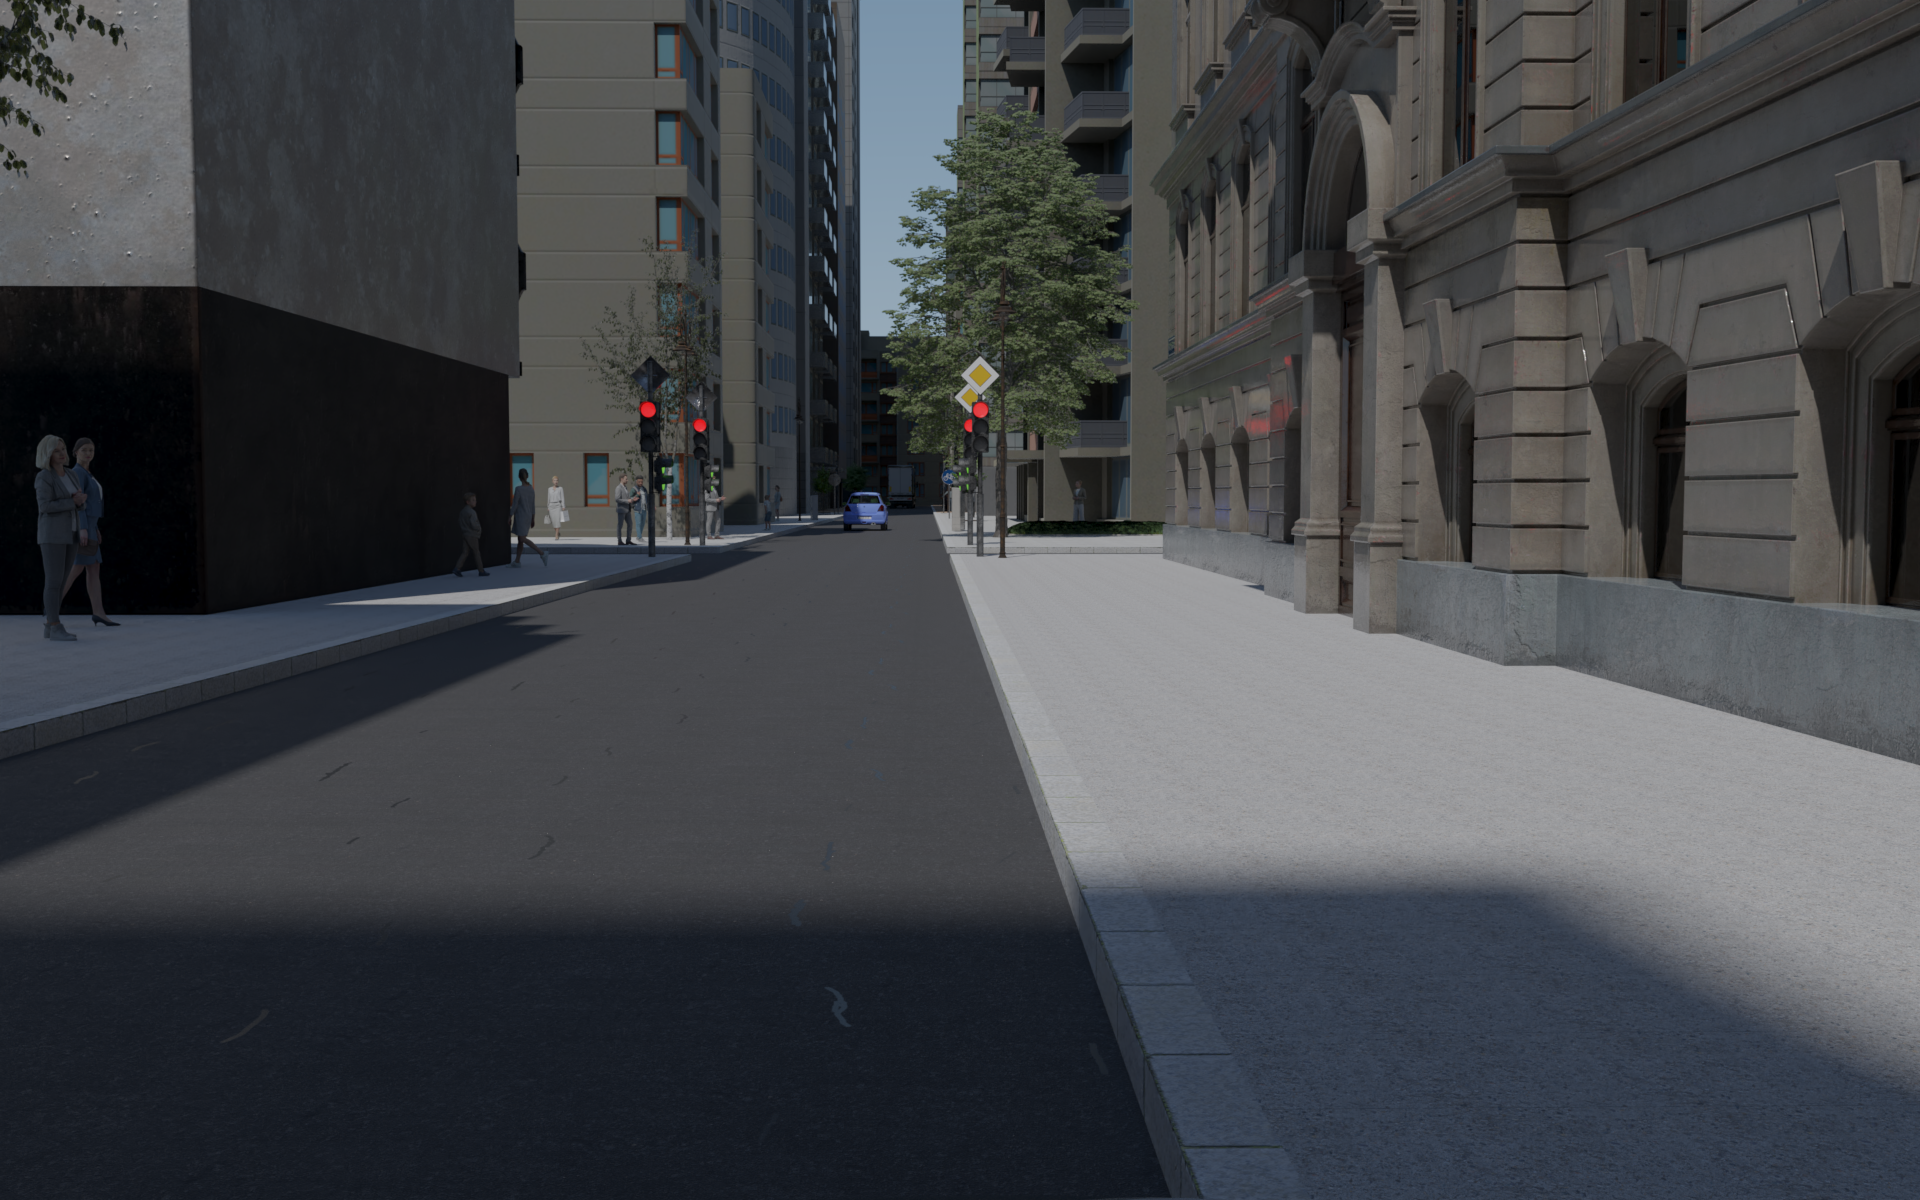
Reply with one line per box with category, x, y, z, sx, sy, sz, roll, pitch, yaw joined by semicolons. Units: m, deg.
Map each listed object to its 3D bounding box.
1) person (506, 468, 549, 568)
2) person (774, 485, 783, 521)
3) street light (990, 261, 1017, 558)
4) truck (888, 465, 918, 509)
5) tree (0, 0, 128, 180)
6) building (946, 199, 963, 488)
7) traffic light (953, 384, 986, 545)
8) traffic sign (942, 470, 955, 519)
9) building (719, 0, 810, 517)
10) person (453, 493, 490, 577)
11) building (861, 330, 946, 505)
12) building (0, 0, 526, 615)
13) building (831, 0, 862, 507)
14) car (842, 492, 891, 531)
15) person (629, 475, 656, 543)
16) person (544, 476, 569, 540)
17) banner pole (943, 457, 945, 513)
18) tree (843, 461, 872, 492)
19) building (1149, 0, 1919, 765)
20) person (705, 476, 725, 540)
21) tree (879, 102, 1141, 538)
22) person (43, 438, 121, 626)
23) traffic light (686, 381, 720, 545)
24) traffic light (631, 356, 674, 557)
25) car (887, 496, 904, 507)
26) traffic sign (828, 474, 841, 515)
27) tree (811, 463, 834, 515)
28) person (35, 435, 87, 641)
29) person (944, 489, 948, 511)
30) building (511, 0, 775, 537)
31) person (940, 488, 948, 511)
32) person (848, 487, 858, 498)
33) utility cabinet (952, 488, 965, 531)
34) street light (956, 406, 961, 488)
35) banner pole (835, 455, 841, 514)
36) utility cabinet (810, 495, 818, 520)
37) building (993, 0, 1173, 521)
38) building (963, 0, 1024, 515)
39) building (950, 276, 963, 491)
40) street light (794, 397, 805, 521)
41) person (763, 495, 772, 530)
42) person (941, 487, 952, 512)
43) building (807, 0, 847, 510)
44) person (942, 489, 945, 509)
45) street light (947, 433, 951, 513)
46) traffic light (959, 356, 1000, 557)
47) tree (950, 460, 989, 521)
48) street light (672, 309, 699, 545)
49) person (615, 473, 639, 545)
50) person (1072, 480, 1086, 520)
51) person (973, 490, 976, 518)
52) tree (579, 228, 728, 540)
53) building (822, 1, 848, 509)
person;-7.554;-1.431;30.192;0.760;1.731;0.466;0;4;-4
person;-8.596;-4.554;81.509;0.522;1.701;0.512;-2;4;-31
street light;0.854;-3.779;34.582;0.468;5.910;1.993;0;4;-1
truck;-5.788;-11.355;174.566;2.839;4.237;11.283;0;4;0
tree;-7.528;-3.750;11.675;4.360;8.622;3.978;0;3;0
building;5.574;-24.467;171.737;14.160;30.474;14.107;0;4;-1
traffic light;0.238;-3.328;43.341;0.839;4.253;0.868;0;4;-1
traffic sign;-0.556;-5.504;90.088;0.768;2.556;0.104;0;4;5
building;-20.273;-34.145;100.276;21.231;58.520;28.212;0;4;-1
person;-7.604;-1.010;26.835;0.475;1.303;0.640;2;4;34
building;-13.149;-22.739;216.816;28.899;21.520;27.650;0;4;-1
building;-16.496;-9.693;25.941;16.811;18.784;16.820;0;4;-1
building;-21.073;-45.469;181.677;20.611;71.187;20.563;0;4;-1
car;-3.734;-3.619;68.755;1.945;1.707;3.694;0;4;-1
person;-8.429;-2.399;45.619;0.721;1.781;0.623;2;4;26
person;-11.196;-2.556;48.188;0.694;1.780;0.624;1;4;23
banner pole;-1.051;-7.668;115.389;0.401;3.779;0.863;-1;4;-9
tree;-10.363;-11.445;170.835;4.285;4.588;4.351;0;3;0
building;9.507;-12.096;16.861;14.460;24.649;34.723;0;4;-1
person;-6.897;-2.602;48.791;0.583;1.804;0.606;1;4;13
tree;1.641;-8.115;50.802;7.486;12.596;7.792;0;3;0
person;-8.494;-0.651;16.717;0.654;1.822;0.581;0;4;-2
traffic light;-6.422;-3.320;43.196;0.839;4.253;0.868;0;4;-1
traffic light;-6.267;-2.831;35.213;0.839;4.253;0.868;0;4;-1
car;-6.894;-10.882;186.718;1.959;1.807;4.718;0;4;-2
traffic sign;-7.800;-6.574;107.590;0.768;2.556;0.104;0;4;6
tree;-9.203;-7.532;117.754;1.663;3.219;1.824;0;3;0
person;-7.921;-0.559;15.359;0.526;1.800;0.537;1;4;18
person;-0.925;-7.366;127.942;0.593;1.643;0.415;3;5;40
building;-22.093;-13.446;64.876;27.650;21.520;28.899;0;4;-1
person;-1.047;-7.834;134.852;1.217;1.735;0.721;-3;5;-42
person;-9.347;-9.059;153.791;1.348;1.869;0.705;-2;4;-35
utility cabinet;-0.040;-3.126;59.792;0.318;1.500;1.173;1;4;8
street light;-0.053;-6.499;79.050;0.468;5.910;1.993;0;4;-1
banner pole;-7.963;-7.478;112.288;0.401;3.779;0.863;-1;4;-17
utility cabinet;-7.214;-4.552;85.594;0.306;1.237;1.020;-1;4;-10
building;12.721;-25.666;74.259;22.147;44.769;28.867;0;4;-1
building;7.192;-27.209;128.469;14.154;41.232;14.086;0;4;-1
building;13.187;-18.691;150.643;27.650;21.520;28.899;0;4;-1
street light;-7.648;-6.711;82.511;0.468;5.910;1.993;0;4;-1
person;-6.812;-3.083;61.126;0.332;1.250;0.352;-2;4;-23
person;-0.703;-7.248;124.627;1.350;1.814;0.705;-1;4;-10
building;-21.100;-31.428;133.460;23.786;49.044;30.456;0;4;-1
person;-1.424;-8.970;152.799;0.705;1.812;1.348;-1;4;-10
street light;-0.797;-8.889;118.130;0.468;5.910;1.993;0;4;-1
traffic light;0.392;-2.840;35.357;0.839;4.253;0.868;0;4;-1
tree;0.265;-5.359;82.217;1.663;3.219;1.824;0;3;0
street light;-6.859;-4.321;43.432;0.468;5.910;1.993;0;4;-1
person;-8.369;-2.278;43.483;0.583;1.804;0.606;1;4;9
person;4.008;-3.189;58.730;0.519;1.759;0.362;3;4;39
person;0.644;-5.380;94.186;0.473;1.802;0.592;2;4;27
tree;-8.240;-5.983;48.189;4.360;8.622;3.978;0;3;0
building;-17.544;-30.947;156.089;14.600;45.320;14.200;0;4;-1
